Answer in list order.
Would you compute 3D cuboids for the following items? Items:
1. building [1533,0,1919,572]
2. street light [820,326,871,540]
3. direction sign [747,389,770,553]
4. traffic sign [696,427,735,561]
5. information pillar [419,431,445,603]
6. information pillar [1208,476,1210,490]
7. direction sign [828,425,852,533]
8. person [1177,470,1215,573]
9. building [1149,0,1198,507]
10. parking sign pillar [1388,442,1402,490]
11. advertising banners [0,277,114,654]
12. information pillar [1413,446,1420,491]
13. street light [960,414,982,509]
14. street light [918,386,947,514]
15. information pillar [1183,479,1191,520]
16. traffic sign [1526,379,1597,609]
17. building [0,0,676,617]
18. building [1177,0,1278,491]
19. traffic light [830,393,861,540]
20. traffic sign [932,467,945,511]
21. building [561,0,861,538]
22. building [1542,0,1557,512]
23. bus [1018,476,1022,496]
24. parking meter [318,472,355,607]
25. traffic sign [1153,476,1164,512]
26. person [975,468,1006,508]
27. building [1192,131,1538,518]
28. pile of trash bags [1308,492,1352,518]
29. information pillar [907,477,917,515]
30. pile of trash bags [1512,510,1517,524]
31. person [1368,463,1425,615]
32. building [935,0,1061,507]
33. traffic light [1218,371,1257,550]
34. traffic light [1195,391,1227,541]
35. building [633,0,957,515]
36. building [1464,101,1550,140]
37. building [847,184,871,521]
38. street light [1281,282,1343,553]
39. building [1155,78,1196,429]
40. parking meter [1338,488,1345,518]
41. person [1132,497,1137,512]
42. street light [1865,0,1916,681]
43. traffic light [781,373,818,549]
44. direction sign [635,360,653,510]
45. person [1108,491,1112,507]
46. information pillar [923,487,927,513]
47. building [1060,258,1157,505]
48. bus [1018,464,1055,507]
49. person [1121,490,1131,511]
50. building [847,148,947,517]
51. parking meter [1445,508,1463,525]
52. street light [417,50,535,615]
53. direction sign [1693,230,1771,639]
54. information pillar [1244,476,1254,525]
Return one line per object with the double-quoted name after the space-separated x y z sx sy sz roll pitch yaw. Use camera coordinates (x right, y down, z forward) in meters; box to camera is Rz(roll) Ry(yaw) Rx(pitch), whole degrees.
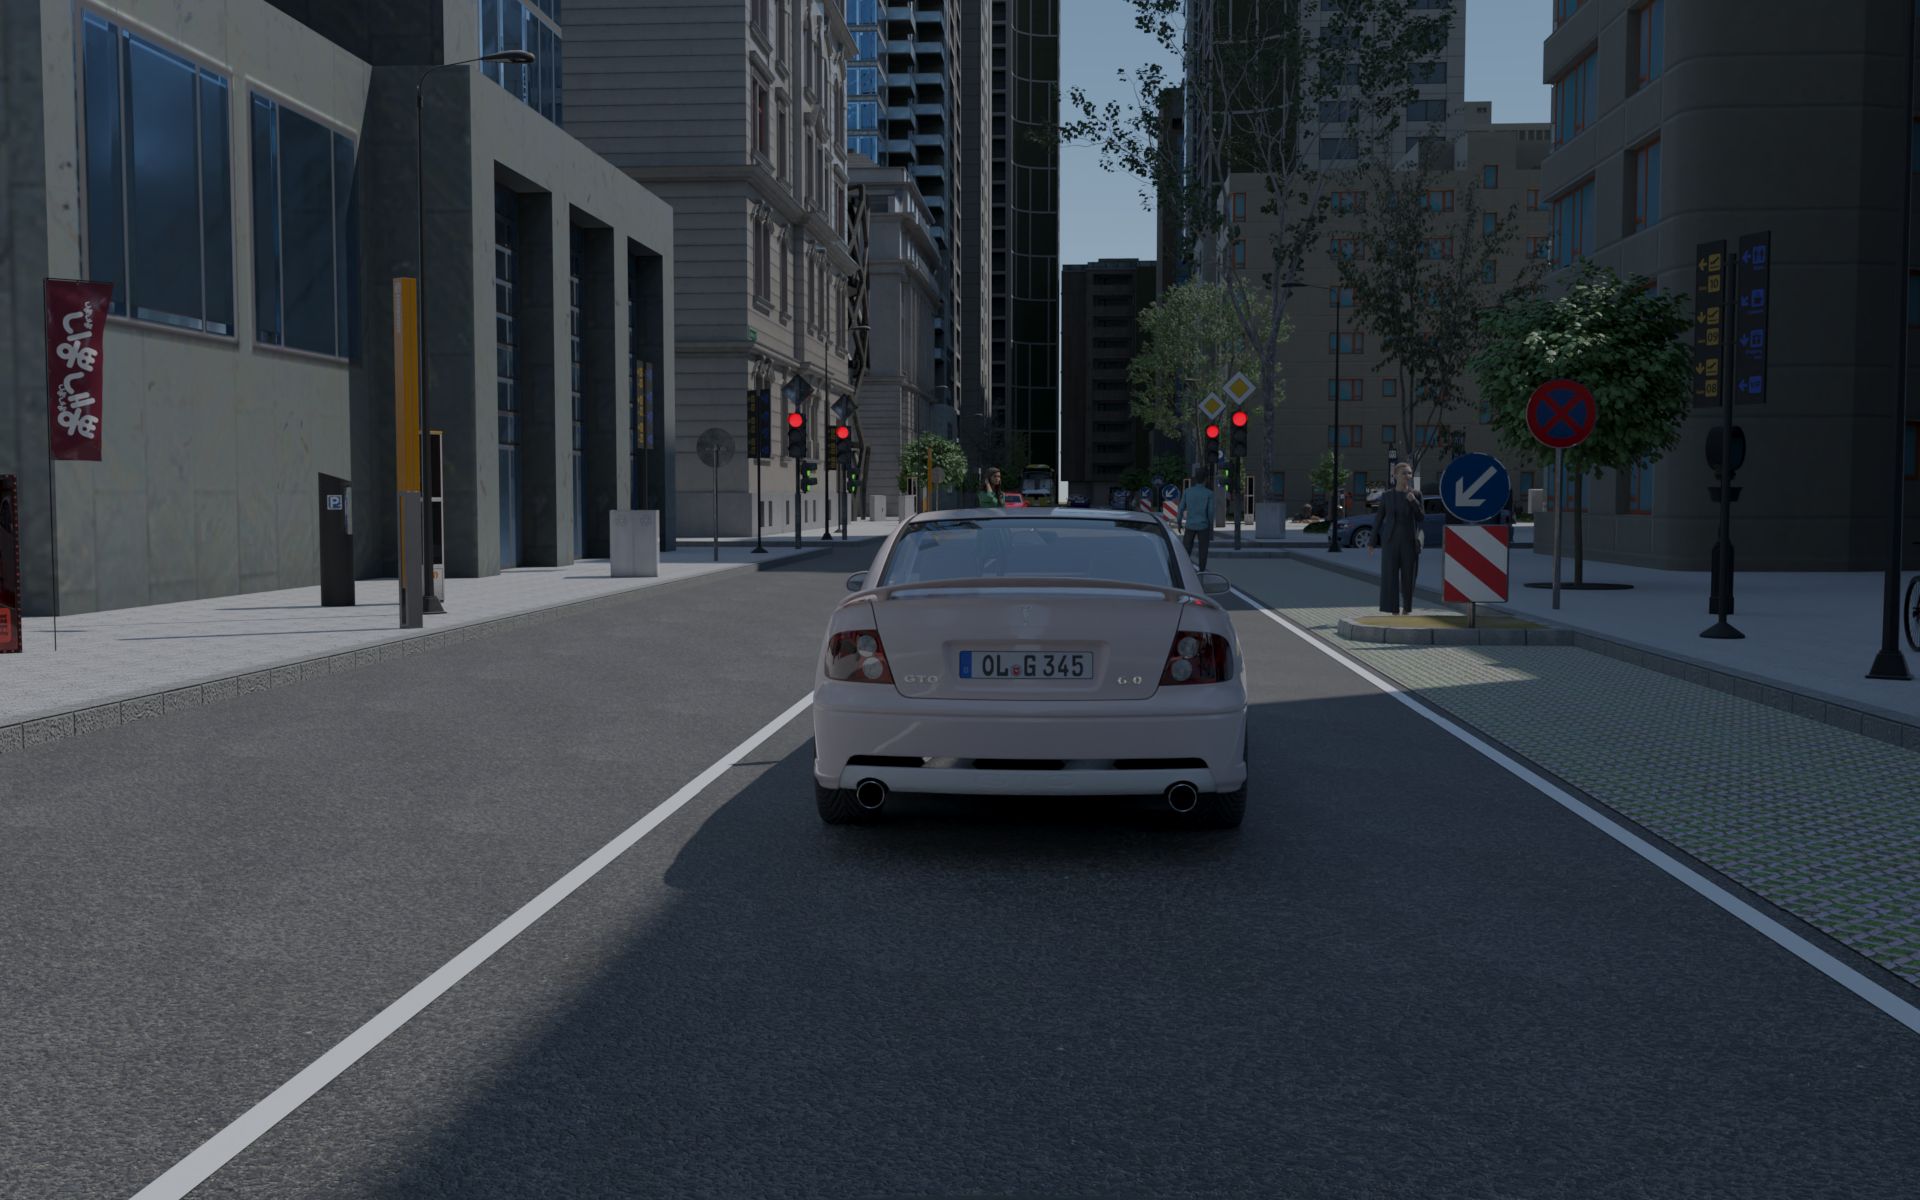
25.230 -10.797 21.565 27.650 21.520 28.899 0 4 4 "building"
-3.170 -4.621 48.096 1.470 5.913 1.316 0 4 4 "street light"
-4.366 -2.790 37.606 0.379 3.537 0.876 -3 4 -39 "direction sign"
-4.669 -2.016 33.069 0.768 2.556 0.104 1 4 10 "traffic sign"
-6.269 -0.966 20.287 0.304 2.012 0.304 2 4 25 "information pillar"
10.419 -4.152 72.385 0.304 2.012 0.304 2 4 34 "information pillar"
-3.999 -3.992 57.269 0.876 3.537 0.379 -2 4 -25 "direction sign"
3.824 -1.203 28.192 0.660 1.820 0.620 1 4 21 "person"
29.930 -52.029 163.350 22.319 86.520 31.000 0 4 4 "building"
22.792 -6.253 90.703 1.447 3.967 1.447 2 4 26 "parking sign pillar"
-7.793 -1.074 13.740 2.074 3.025 0.090 -3 4 -38 "advertising banners"
22.201 -5.681 84.236 0.504 3.616 0.183 -3 4 -39 "information pillar"
0.596 -7.836 100.665 1.470 5.913 1.316 0 4 4 "street light"
-1.237 -6.240 74.569 1.470 5.913 1.316 0 4 4 "street light"
11.196 -4.951 85.435 0.304 2.012 0.304 1 4 17 "information pillar"
6.645 -1.169 19.223 0.768 2.556 0.104 0 4 4 "traffic sign"
-22.676 -43.669 26.661 31.000 86.520 22.319 0 4 4 "building"
27.680 -42.807 138.154 20.563 71.187 20.611 0 4 4 "building"
-3.203 -3.626 48.207 0.839 4.253 0.868 0 4 4 "traffic light"
-1.082 -5.004 81.924 0.768 2.556 0.104 1 4 12 "traffic sign"
-11.558 -16.774 61.649 14.401 28.519 23.554 0 4 4 "building"
35.552 -26.798 57.751 30.456 49.044 23.786 0 4 4 "building"
7.417 -10.700 166.496 2.896 3.916 12.252 0 4 5 "bus"
-7.137 -0.699 19.833 0.372 1.533 0.369 0 3 0 "parking meter"
13.908 -7.432 121.626 0.768 2.556 0.104 1 4 10 "traffic sign"
0.445 -0.935 24.037 0.529 1.795 0.600 3 5 43 "person"
29.273 -16.024 107.030 27.650 21.520 28.899 0 4 4 "building"
19.791 -5.032 92.029 1.912 1.369 3.447 3 5 44 "pile of trash bags"
-2.111 -4.387 76.220 0.304 2.012 0.304 3 4 39 "information pillar"
21.925 -3.937 74.124 3.447 1.369 1.912 0 4 -4 "pile of trash bags"
4.793 -0.614 18.964 0.576 1.772 0.534 0 4 -6 "person"
2.162 -47.661 217.511 20.611 71.187 20.563 0 4 4 "building"
6.337 -3.097 39.564 0.839 4.253 0.868 0 4 4 "traffic light"
6.886 -3.585 47.531 0.839 4.253 0.868 0 4 4 "traffic light"
-11.027 -50.465 137.778 22.319 86.520 31.000 0 4 4 "building"
50.443 -29.703 177.530 23.993 40.220 32.217 0 4 4 "building"
-12.877 -13.150 82.462 16.820 18.784 16.811 0 4 4 "building"
7.721 -4.006 38.041 1.470 5.913 1.316 0 4 4 "street light"
28.472 -32.857 187.319 14.600 45.320 14.200 0 4 4 "building"
15.968 -3.933 72.722 0.372 1.533 0.369 0 3 0 "parking meter"
11.548 -6.216 114.822 0.352 1.250 0.332 1 4 15 "person"
5.942 -2.410 11.941 1.470 5.913 1.316 0 4 4 "street light"
-3.752 -3.139 40.241 0.839 4.253 0.868 0 4 4 "traffic light"
-5.410 -2.308 29.739 0.379 3.537 0.876 0 4 7 "direction sign"
15.582 -10.475 180.450 0.721 1.739 1.217 0 4 -6 "person"
-1.933 -6.593 99.155 0.504 3.616 0.183 3 5 40 "information pillar"
19.447 -27.122 215.139 14.107 30.474 14.160 0 4 4 "building"
6.681 -9.525 147.285 2.896 3.916 12.252 0 4 4 "bus"
12.586 -7.459 131.251 0.742 1.727 0.445 -1 4 -15 "person"
-8.384 -16.287 108.098 13.314 21.916 24.055 0 4 4 "building"
11.499 -2.111 40.221 0.399 1.863 0.255 2 4 34 "parking meter"
-5.149 -2.801 18.336 1.470 5.913 1.316 0 4 4 "street light"
6.819 -1.431 15.386 0.379 3.537 0.876 -1 4 -17 "direction sign"
11.935 -4.095 71.448 0.304 2.012 0.304 -1 4 -12 "information pillar"
